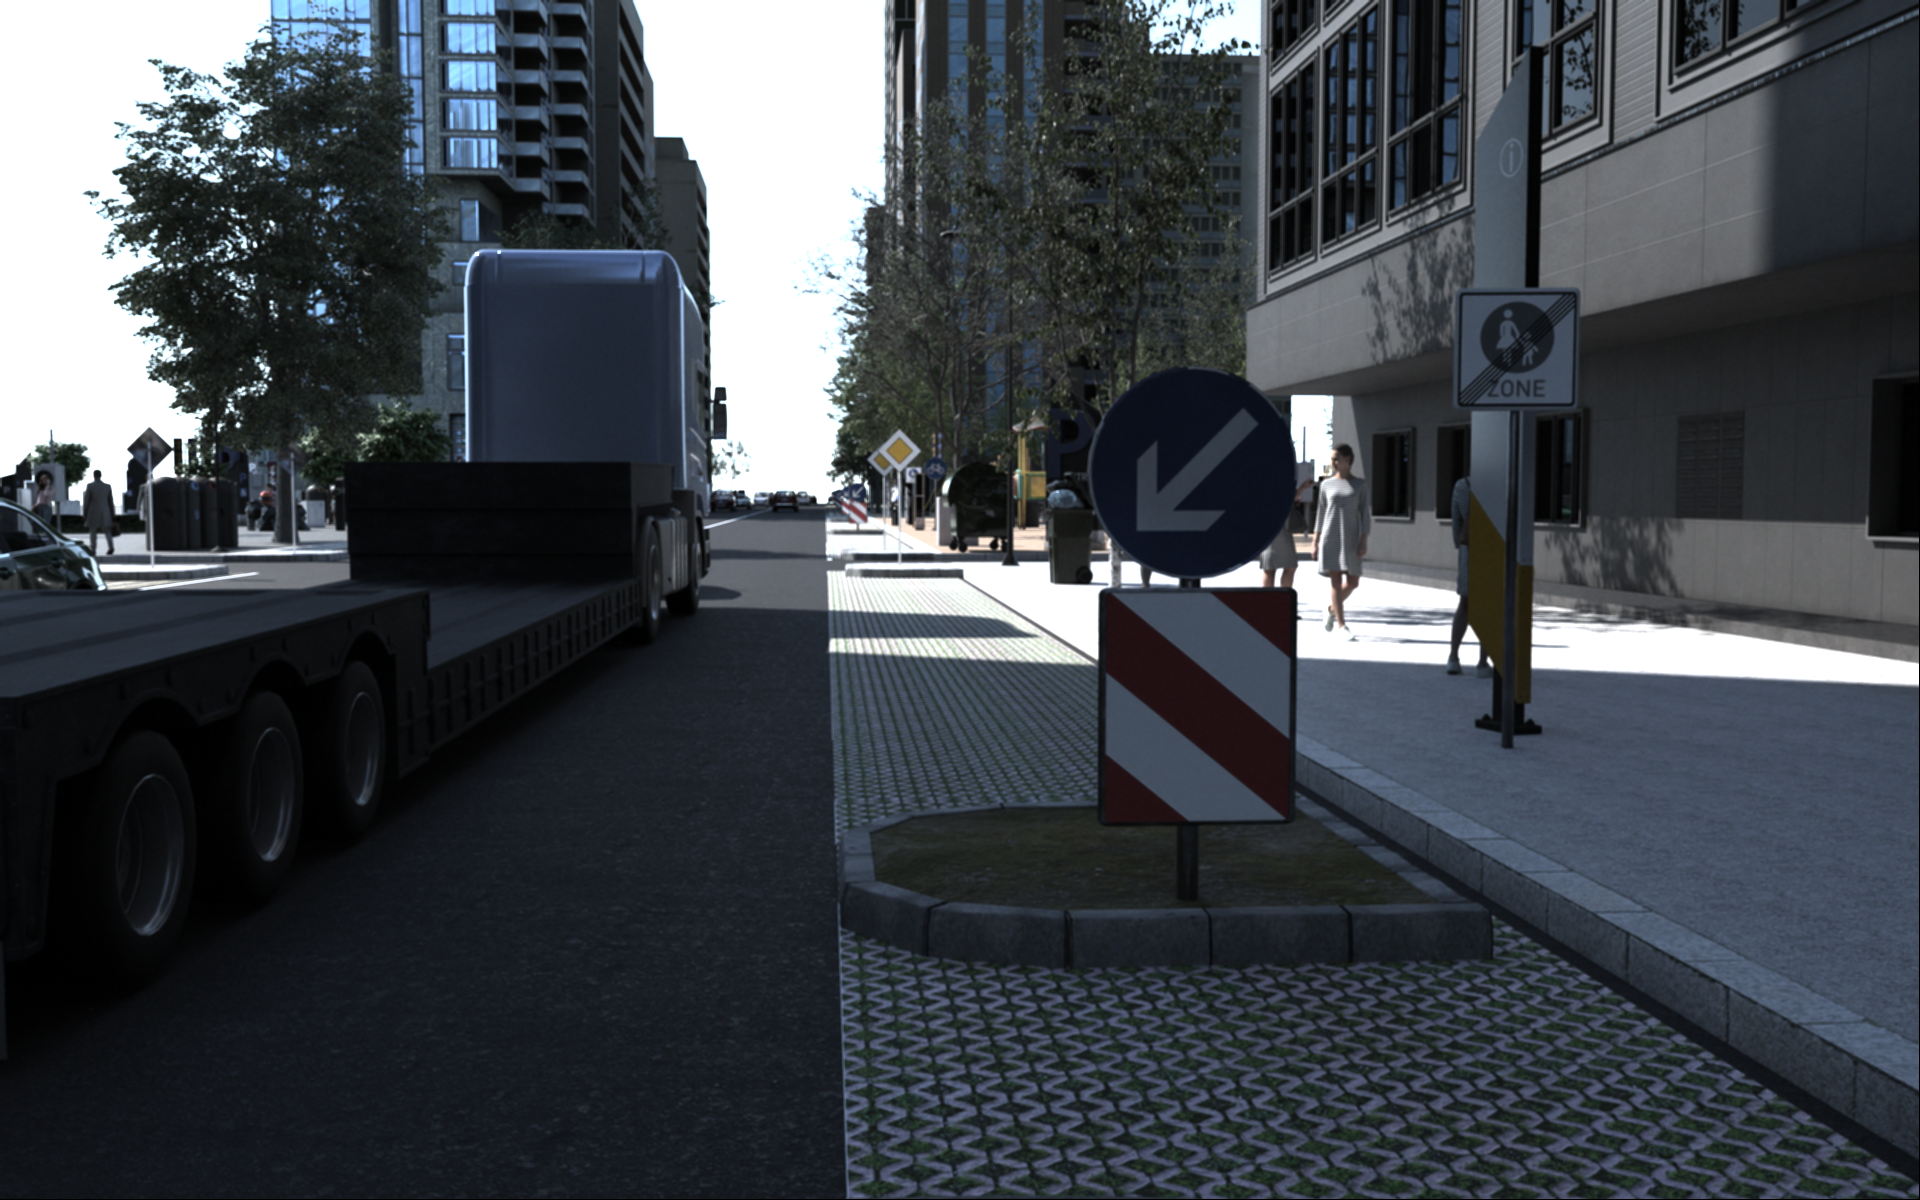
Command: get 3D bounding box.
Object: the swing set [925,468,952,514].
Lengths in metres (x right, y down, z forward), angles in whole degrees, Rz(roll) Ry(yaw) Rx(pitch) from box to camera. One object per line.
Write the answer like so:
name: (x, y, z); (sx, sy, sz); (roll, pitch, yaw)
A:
swing set: (-0.727, -6.703, 107.206); (2.862, 2.851, 3.119); (-1, 4, -9)

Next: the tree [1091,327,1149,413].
tree: (7.588, -7.768, 77.375); (4.737, 8.622, 4.395); (0, 3, 0)

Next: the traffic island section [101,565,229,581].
traffic island section: (-13.931, -0.461, 29.815); (2.009, 0.180, 2.903); (0, 4, -4)

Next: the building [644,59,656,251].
building: (-37.610, -31.843, 170.740); (14.600, 45.320, 14.200); (0, 4, -4)

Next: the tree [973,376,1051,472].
tree: (4.054, -9.512, 105.882); (4.737, 8.622, 4.395); (0, 3, 0)

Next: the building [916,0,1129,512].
building: (4.044, -29.154, 126.781); (14.600, 45.320, 14.200); (0, 4, -4)

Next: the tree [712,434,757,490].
tree: (-35.967, -20.572, 270.764); (8.767, 10.594, 7.601); (0, 4, -4)

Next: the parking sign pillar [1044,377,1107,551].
parking sign pillar: (2.640, -3.128, 39.611); (1.447, 3.967, 1.447); (2, 4, 27)

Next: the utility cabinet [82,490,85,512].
utility cabinet: (-48.525, -5.390, 96.799); (0.318, 1.500, 1.173); (1, 4, 13)

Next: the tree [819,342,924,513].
tree: (-5.550, -11.560, 114.757); (9.928, 11.665, 9.643); (0, 3, 0)

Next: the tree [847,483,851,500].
tree: (-14.783, -14.515, 231.922); (1.663, 3.219, 1.824); (0, 3, 0)

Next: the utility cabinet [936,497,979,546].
utility cabinet: (-0.064, -1.952, 43.073); (1.020, 1.237, 0.306); (-1, 4, -17)

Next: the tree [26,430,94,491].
tree: (-46.579, -6.478, 89.636); (4.285, 4.588, 4.351); (0, 3, 0)

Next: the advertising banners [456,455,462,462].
advertising banners: (-22.339, -5.038, 78.557); (0.090, 3.025, 2.074); (1, 4, 11)

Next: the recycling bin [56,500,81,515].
recycling bin: (-39.174, -3.888, 76.123); (0.722, 1.027, 0.722); (1, 4, 19)

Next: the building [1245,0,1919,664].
building: (12.323, -13.581, 15.556); (14.314, 27.812, 24.014); (0, 4, -4)

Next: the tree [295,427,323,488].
tree: (-26.239, -5.415, 72.243); (4.285, 4.588, 4.351); (0, 3, 0)

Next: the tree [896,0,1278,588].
tree: (1.669, -4.261, 20.038); (4.360, 8.622, 3.978); (0, 3, 0)

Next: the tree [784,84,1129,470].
tree: (-0.158, -8.728, 53.076); (12.009, 13.543, 11.850); (0, 3, 0)

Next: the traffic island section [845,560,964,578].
traffic island section: (-1.028, -0.522, 30.811); (2.009, 0.180, 2.903); (0, 4, -4)

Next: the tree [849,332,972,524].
tree: (-2.067, -7.631, 75.128); (4.737, 8.622, 4.395); (0, 3, 0)

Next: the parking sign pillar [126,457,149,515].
parking sign pillar: (-43.249, -6.280, 91.153); (1.447, 3.967, 1.447); (1, 4, 16)

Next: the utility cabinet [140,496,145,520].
utility cabinet: (-28.850, -3.116, 62.101); (0.306, 1.237, 1.020); (3, 4, 39)

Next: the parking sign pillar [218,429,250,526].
parking sign pillar: (-29.365, -4.976, 69.837); (1.447, 3.967, 1.447); (2, 4, 27)

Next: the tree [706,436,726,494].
tree: (-29.924, -15.701, 207.069); (4.360, 8.622, 3.978); (0, 3, 0)

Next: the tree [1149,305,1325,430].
tree: (10.274, -7.000, 64.807); (4.737, 8.622, 4.395); (0, 3, 0)

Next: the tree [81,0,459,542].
tree: (-18.102, -8.525, 46.044); (9.857, 13.997, 8.962); (0, 3, 0)

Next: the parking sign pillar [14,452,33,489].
parking sign pillar: (-59.023, -7.379, 109.124); (1.447, 3.967, 1.447); (0, 4, 6)

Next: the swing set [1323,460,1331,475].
swing set: (16.890, -4.927, 78.173); (2.862, 2.851, 3.119); (1, 4, 8)

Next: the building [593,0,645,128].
building: (-39.469, -32.347, 152.577); (21.300, 48.544, 21.600); (0, 4, -4)

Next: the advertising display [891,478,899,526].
advertising display: (-2.601, -3.960, 69.963); (0.123, 1.923, 0.974); (-1, 4, -19)

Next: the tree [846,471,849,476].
tree: (-8.292, -13.081, 164.229); (4.737, 8.622, 4.395); (0, 3, 0)

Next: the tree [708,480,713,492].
tree: (-29.661, -12.599, 200.594); (1.663, 3.219, 1.824); (0, 3, 0)

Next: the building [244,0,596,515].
building: (-37.486, -49.698, 125.242); (22.319, 86.520, 31.000); (0, 4, -4)

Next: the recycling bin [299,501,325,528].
recycling bin: (-24.790, -3.285, 66.256); (0.722, 1.027, 0.722); (3, 5, 43)

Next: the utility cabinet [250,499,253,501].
utility cabinet: (-35.280, -4.667, 84.983); (1.173, 1.500, 0.318); (0, 4, 5)

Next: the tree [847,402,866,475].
tree: (-3.686, -8.724, 93.007); (4.360, 8.622, 3.978); (0, 3, 0)

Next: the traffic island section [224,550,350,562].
traffic island section: (-14.550, -0.948, 37.776); (2.009, 0.180, 2.903); (0, 4, -4)

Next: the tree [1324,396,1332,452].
tree: (21.550, -8.765, 93.675); (4.737, 8.622, 4.395); (0, 3, 0)

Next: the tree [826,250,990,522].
tree: (-2.369, -9.968, 81.111); (7.486, 12.596, 7.792); (0, 3, 0)

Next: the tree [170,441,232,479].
tree: (-23.766, -3.680, 54.767); (1.663, 3.219, 1.824); (0, 3, 0)

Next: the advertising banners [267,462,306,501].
advertising banners: (-36.341, -5.950, 93.473); (2.074, 3.025, 0.090); (0, 4, -2)

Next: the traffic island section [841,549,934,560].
traffic island section: (-1.647, -1.009, 38.772); (2.009, 0.180, 2.903); (0, 4, -4)

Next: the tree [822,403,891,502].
tree: (-10.938, -17.143, 197.300); (9.611, 12.733, 9.660); (0, 3, 0)
